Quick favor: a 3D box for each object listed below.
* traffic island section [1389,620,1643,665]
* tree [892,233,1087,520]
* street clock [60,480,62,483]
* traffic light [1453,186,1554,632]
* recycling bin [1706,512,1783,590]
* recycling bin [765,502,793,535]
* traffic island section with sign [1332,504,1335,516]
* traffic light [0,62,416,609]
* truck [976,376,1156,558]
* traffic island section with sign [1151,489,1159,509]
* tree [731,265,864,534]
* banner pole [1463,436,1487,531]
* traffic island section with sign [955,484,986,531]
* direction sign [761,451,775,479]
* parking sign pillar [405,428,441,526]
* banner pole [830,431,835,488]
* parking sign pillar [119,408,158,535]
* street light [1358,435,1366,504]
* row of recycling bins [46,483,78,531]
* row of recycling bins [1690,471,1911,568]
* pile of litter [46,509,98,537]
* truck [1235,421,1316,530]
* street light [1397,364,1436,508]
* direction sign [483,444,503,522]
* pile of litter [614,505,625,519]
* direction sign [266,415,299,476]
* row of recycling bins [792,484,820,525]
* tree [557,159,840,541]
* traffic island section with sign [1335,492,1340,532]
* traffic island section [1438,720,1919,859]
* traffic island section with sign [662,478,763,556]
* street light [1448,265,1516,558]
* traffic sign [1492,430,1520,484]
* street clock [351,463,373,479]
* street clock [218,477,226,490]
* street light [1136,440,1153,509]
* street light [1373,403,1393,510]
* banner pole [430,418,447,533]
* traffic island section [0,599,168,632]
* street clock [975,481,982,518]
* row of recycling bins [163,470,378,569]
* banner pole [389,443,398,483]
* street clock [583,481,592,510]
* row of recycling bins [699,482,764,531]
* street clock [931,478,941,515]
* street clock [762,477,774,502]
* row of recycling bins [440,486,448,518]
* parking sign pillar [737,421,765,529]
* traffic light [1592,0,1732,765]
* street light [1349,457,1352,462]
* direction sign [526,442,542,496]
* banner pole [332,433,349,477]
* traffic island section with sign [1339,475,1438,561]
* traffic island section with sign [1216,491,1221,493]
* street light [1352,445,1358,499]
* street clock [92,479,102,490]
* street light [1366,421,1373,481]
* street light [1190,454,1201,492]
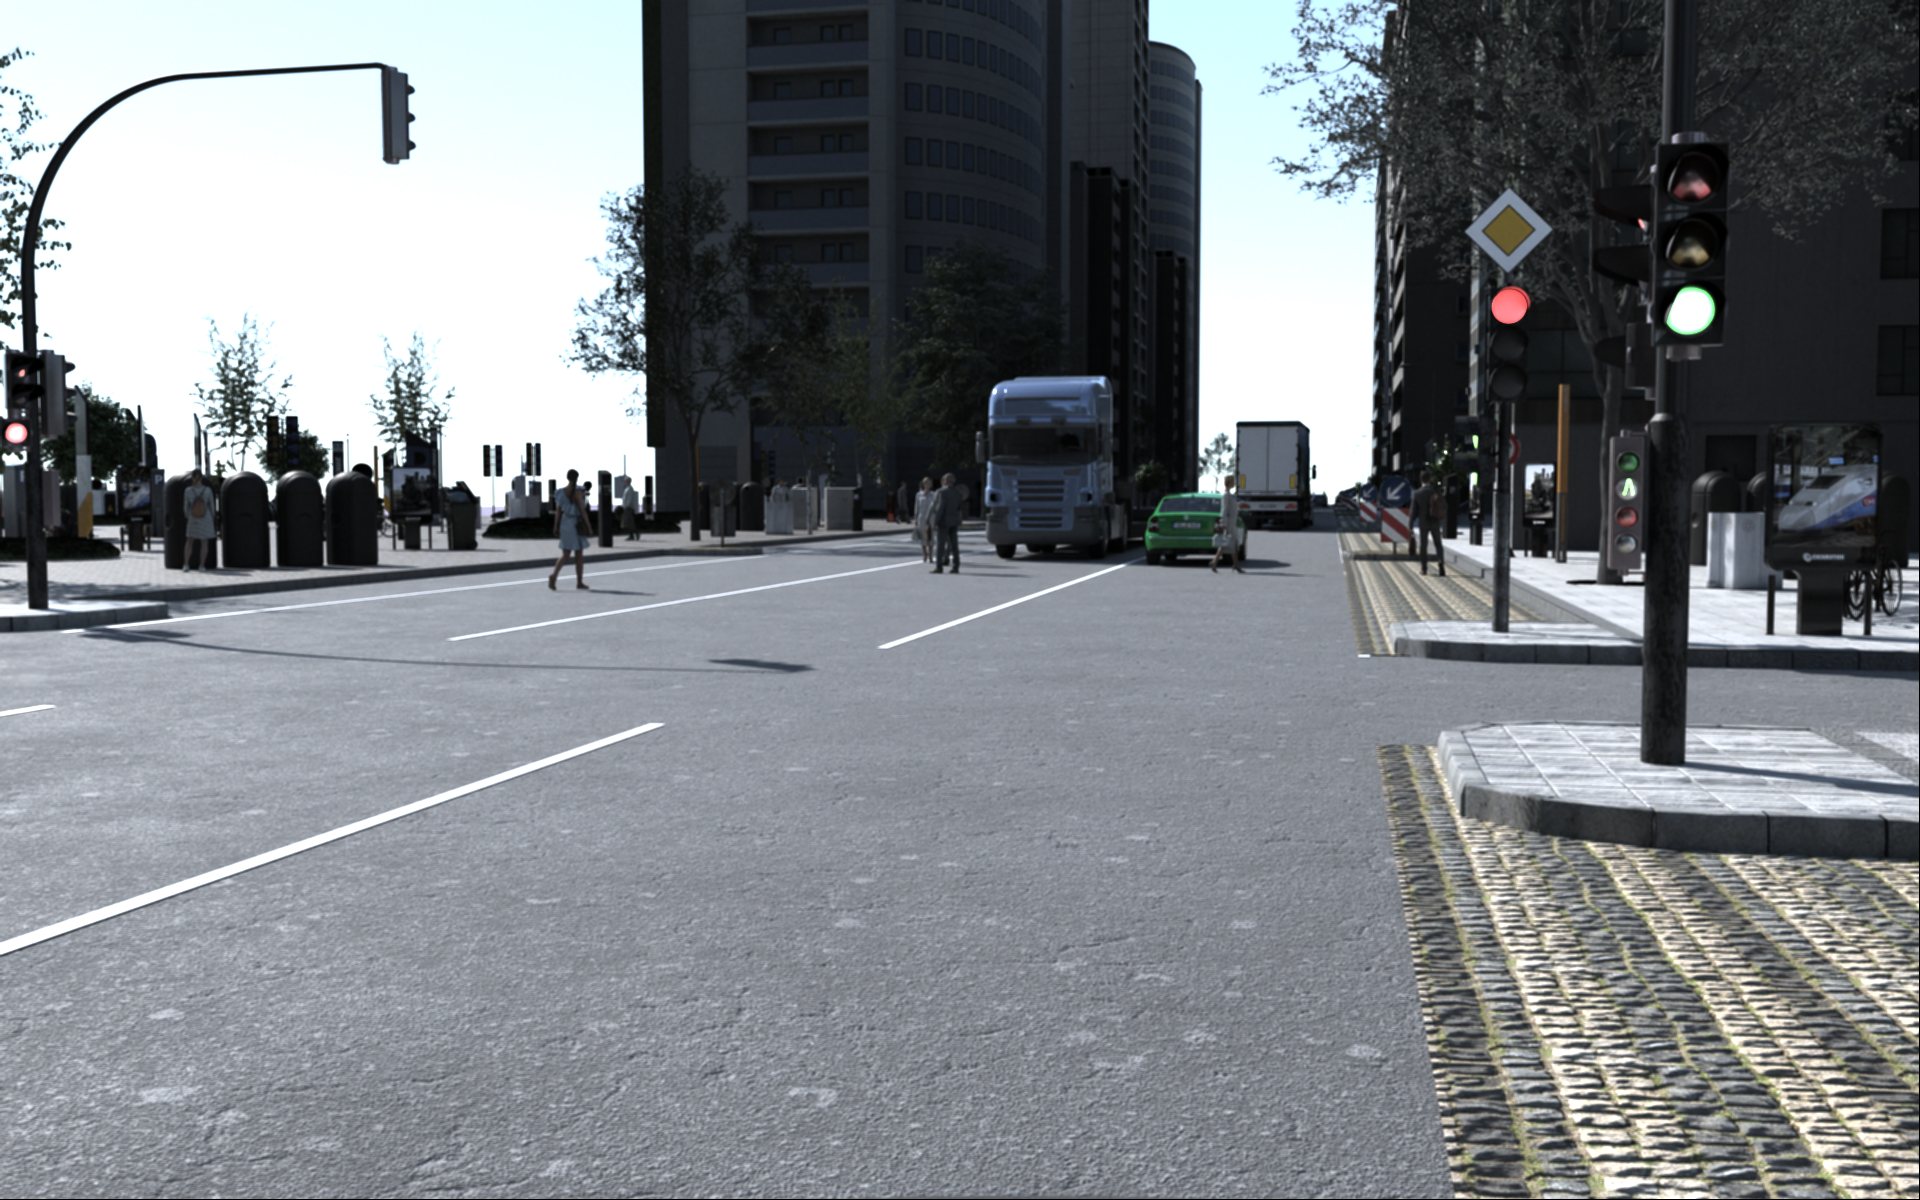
[{"bbox_3d":[5.050,0.377,16.115,2.009,0.180,2.903,1,4,12],"label":"traffic island section"},{"bbox_3d":[1.275,-10.856,84.148,9.857,13.997,8.962,0,3,0],"label":"tree"},{"bbox_3d":[-42.063,-4.697,81.370,0.471,2.002,0.358,-3,5,-40],"label":"street clock"},{"bbox_3d":[5.013,-1.657,16.009,0.839,4.253,0.868,1,4,12],"label":"traffic light"},{"bbox_3d":[10.643,-0.668,23.478,0.722,1.027,0.722,0,4,-7],"label":"recycling bin"},{"bbox_3d":[-5.729,-2.591,54.915,0.722,1.027,0.722,1,4,13],"label":"recycling bin"},{"bbox_3d":[25.672,-6.447,114.032,1.989,1.847,2.006,1,4,12],"label":"traffic island section with sign"},{"bbox_3d":[-8.243,-2.703,18.855,4.771,5.953,1.251,1,4,12],"label":"traffic light"},{"bbox_3d":[3.491,-3.406,45.444,2.967,4.110,18.799,1,4,12],"label":"truck"},{"bbox_3d":[16.166,-8.238,143.320,1.989,1.847,2.006,1,4,12],"label":"traffic island section with sign"},{"bbox_3d":[-4.907,-6.390,54.834,4.360,8.622,3.978,0,3,0],"label":"tree"},{"bbox_3d":[17.769,-4.266,59.759,0.863,3.779,0.401,1,4,22],"label":"banner pole"},{"bbox_3d":[-0.010,-3.614,67.709,1.989,1.847,2.006,1,4,12],"label":"traffic island section with sign"},{"bbox_3d":[-10.113,-6.045,90.829,0.876,3.537,0.379,1,4,11],"label":"direction sign"},{"bbox_3d":[-21.857,-5.011,70.400,1.447,3.967,1.447,-1,4,-9],"label":"parking sign pillar"},{"bbox_3d":[-5.084,-4.831,69.000,0.401,3.779,0.863,1,4,9],"label":"banner pole"},{"bbox_3d":[-26.051,-4.082,55.218,1.447,3.967,1.447,0,4,-1],"label":"parking sign pillar"},{"bbox_3d":[32.467,-10.072,137.215,1.470,5.913,1.316,1,4,12],"label":"street light"},{"bbox_3d":[-32.417,-3.371,62.232,1.069,1.692,3.534,0,4,1],"label":"row of recycling bins"},{"bbox_3d":[14.869,-1.443,30.708,3.534,1.692,1.069,1,4,15],"label":"row of recycling bins"},{"bbox_3d":[-26.606,-2.293,51.456,1.719,0.858,1.176,0,4,-5],"label":"pile of litter"},{"bbox_3d":[13.126,-5.067,71.757,2.839,4.237,11.283,1,4,14],"label":"truck"},{"bbox_3d":[16.385,-5.469,61.963,1.470,5.913,1.316,1,4,12],"label":"street light"},{"bbox_3d":[-21.337,-5.332,79.175,0.876,3.537,0.379,-1,4,-15],"label":"direction sign"},{"bbox_3d":[-13.623,-3.314,68.152,1.176,0.858,1.719,3,5,44],"label":"pile of litter"},{"bbox_3d":[-19.526,-3.547,49.996,0.876,3.537,0.379,-1,4,-12],"label":"direction sign"},{"bbox_3d":[-6.253,-3.833,69.781,1.069,1.692,3.534,0,4,1],"label":"row of recycling bins"},{"bbox_3d":[-7.182,-6.922,47.590,8.767,10.594,7.601,1,4,10],"label":"tree"},{"bbox_3d":[15.173,-3.441,64.892,1.989,1.847,2.006,1,4,12],"label":"traffic island section with sign"},{"bbox_3d":[3.379,0.855,8.306,2.009,0.180,2.903,1,4,12],"label":"traffic island section"},{"bbox_3d":[-5.754,-1.971,40.860,1.989,1.847,2.006,1,4,12],"label":"traffic island section with sign"},{"bbox_3d":[10.586,-3.828,35.132,1.470,5.913,1.316,1,4,12],"label":"street light"},{"bbox_3d":[10.665,-2.090,34.272,0.768,2.556,0.104,1,4,13],"label":"traffic sign"},{"bbox_3d":[-13.932,-2.192,40.410,0.471,2.002,0.358,-1,4,-11],"label":"street clock"},{"bbox_3d":[-31.189,-4.204,73.308,0.471,2.002,0.358,0,4,-2],"label":"street clock"},{"bbox_3d":[15.821,-10.753,148.358,1.470,5.913,1.316,1,4,12],"label":"street light"},{"bbox_3d":[22.055,-7.112,88.822,1.470,5.913,1.316,1,4,12],"label":"street light"},{"bbox_3d":[-17.186,-4.094,56.946,0.401,3.779,0.863,1,4,16],"label":"banner pole"},{"bbox_3d":[-10.344,0.176,19.400,2.009,0.180,2.903,1,4,12],"label":"traffic island section"},{"bbox_3d":[1.031,-5.465,93.921,0.358,2.002,0.471,3,5,42],"label":"street clock"},{"bbox_3d":[-12.120,-1.436,30.594,3.534,1.692,1.069,-2,4,-32],"label":"row of recycling bins"},{"bbox_3d":[-27.786,-5.812,85.047,0.401,3.779,0.863,1,4,16],"label":"banner pole"},{"bbox_3d":[-20.525,-5.564,95.545,0.358,2.002,0.471,2,4,34],"label":"street clock"},{"bbox_3d":[-8.203,-3.310,61.234,3.534,1.692,1.069,3,5,43],"label":"row of recycling bins"},{"bbox_3d":[-1.100,-4.393,76.391,0.471,2.002,0.358,3,4,38],"label":"street clock"},{"bbox_3d":[-8.054,-4.170,72.752,0.471,2.002,0.358,2,4,35],"label":"street clock"},{"bbox_3d":[-27.711,-5.186,91.900,3.534,1.692,1.069,1,4,19],"label":"row of recycling bins"},{"bbox_3d":[-7.850,-4.646,64.441,1.447,3.967,1.447,-2,4,-29],"label":"parking sign pillar"},{"bbox_3d":[1.278,-2.069,8.496,4.771,5.953,1.251,1,4,12],"label":"traffic light"},{"bbox_3d":[43.798,-13.331,190.504,1.470,5.913,1.316,1,4,12],"label":"street light"},{"bbox_3d":[-18.717,-5.144,76.101,0.379,3.537,0.876,2,4,32],"label":"direction sign"},{"bbox_3d":[-25.419,-4.973,71.324,0.863,3.779,0.401,-1,4,-12],"label":"banner pole"},{"bbox_3d":[9.353,-1.781,37.744,1.989,1.847,2.006,1,4,12],"label":"traffic island section with sign"},{"bbox_3d":[33.494,-13.194,224.344,1.989,1.847,2.006,1,4,12],"label":"traffic island section with sign"},{"bbox_3d":[38.110,-11.715,164.080,1.470,5.913,1.316,1,4,12],"label":"street light"},{"bbox_3d":[-40.903,-4.742,82.093,0.471,2.002,0.358,-1,4,-20],"label":"street clock"},{"bbox_3d":[26.648,-8.390,109.725,1.470,5.913,1.316,1,4,12],"label":"street light"},{"bbox_3d":[27.461,-14.063,202.467,1.470,5.913,1.316,1,4,12],"label":"street light"}]
